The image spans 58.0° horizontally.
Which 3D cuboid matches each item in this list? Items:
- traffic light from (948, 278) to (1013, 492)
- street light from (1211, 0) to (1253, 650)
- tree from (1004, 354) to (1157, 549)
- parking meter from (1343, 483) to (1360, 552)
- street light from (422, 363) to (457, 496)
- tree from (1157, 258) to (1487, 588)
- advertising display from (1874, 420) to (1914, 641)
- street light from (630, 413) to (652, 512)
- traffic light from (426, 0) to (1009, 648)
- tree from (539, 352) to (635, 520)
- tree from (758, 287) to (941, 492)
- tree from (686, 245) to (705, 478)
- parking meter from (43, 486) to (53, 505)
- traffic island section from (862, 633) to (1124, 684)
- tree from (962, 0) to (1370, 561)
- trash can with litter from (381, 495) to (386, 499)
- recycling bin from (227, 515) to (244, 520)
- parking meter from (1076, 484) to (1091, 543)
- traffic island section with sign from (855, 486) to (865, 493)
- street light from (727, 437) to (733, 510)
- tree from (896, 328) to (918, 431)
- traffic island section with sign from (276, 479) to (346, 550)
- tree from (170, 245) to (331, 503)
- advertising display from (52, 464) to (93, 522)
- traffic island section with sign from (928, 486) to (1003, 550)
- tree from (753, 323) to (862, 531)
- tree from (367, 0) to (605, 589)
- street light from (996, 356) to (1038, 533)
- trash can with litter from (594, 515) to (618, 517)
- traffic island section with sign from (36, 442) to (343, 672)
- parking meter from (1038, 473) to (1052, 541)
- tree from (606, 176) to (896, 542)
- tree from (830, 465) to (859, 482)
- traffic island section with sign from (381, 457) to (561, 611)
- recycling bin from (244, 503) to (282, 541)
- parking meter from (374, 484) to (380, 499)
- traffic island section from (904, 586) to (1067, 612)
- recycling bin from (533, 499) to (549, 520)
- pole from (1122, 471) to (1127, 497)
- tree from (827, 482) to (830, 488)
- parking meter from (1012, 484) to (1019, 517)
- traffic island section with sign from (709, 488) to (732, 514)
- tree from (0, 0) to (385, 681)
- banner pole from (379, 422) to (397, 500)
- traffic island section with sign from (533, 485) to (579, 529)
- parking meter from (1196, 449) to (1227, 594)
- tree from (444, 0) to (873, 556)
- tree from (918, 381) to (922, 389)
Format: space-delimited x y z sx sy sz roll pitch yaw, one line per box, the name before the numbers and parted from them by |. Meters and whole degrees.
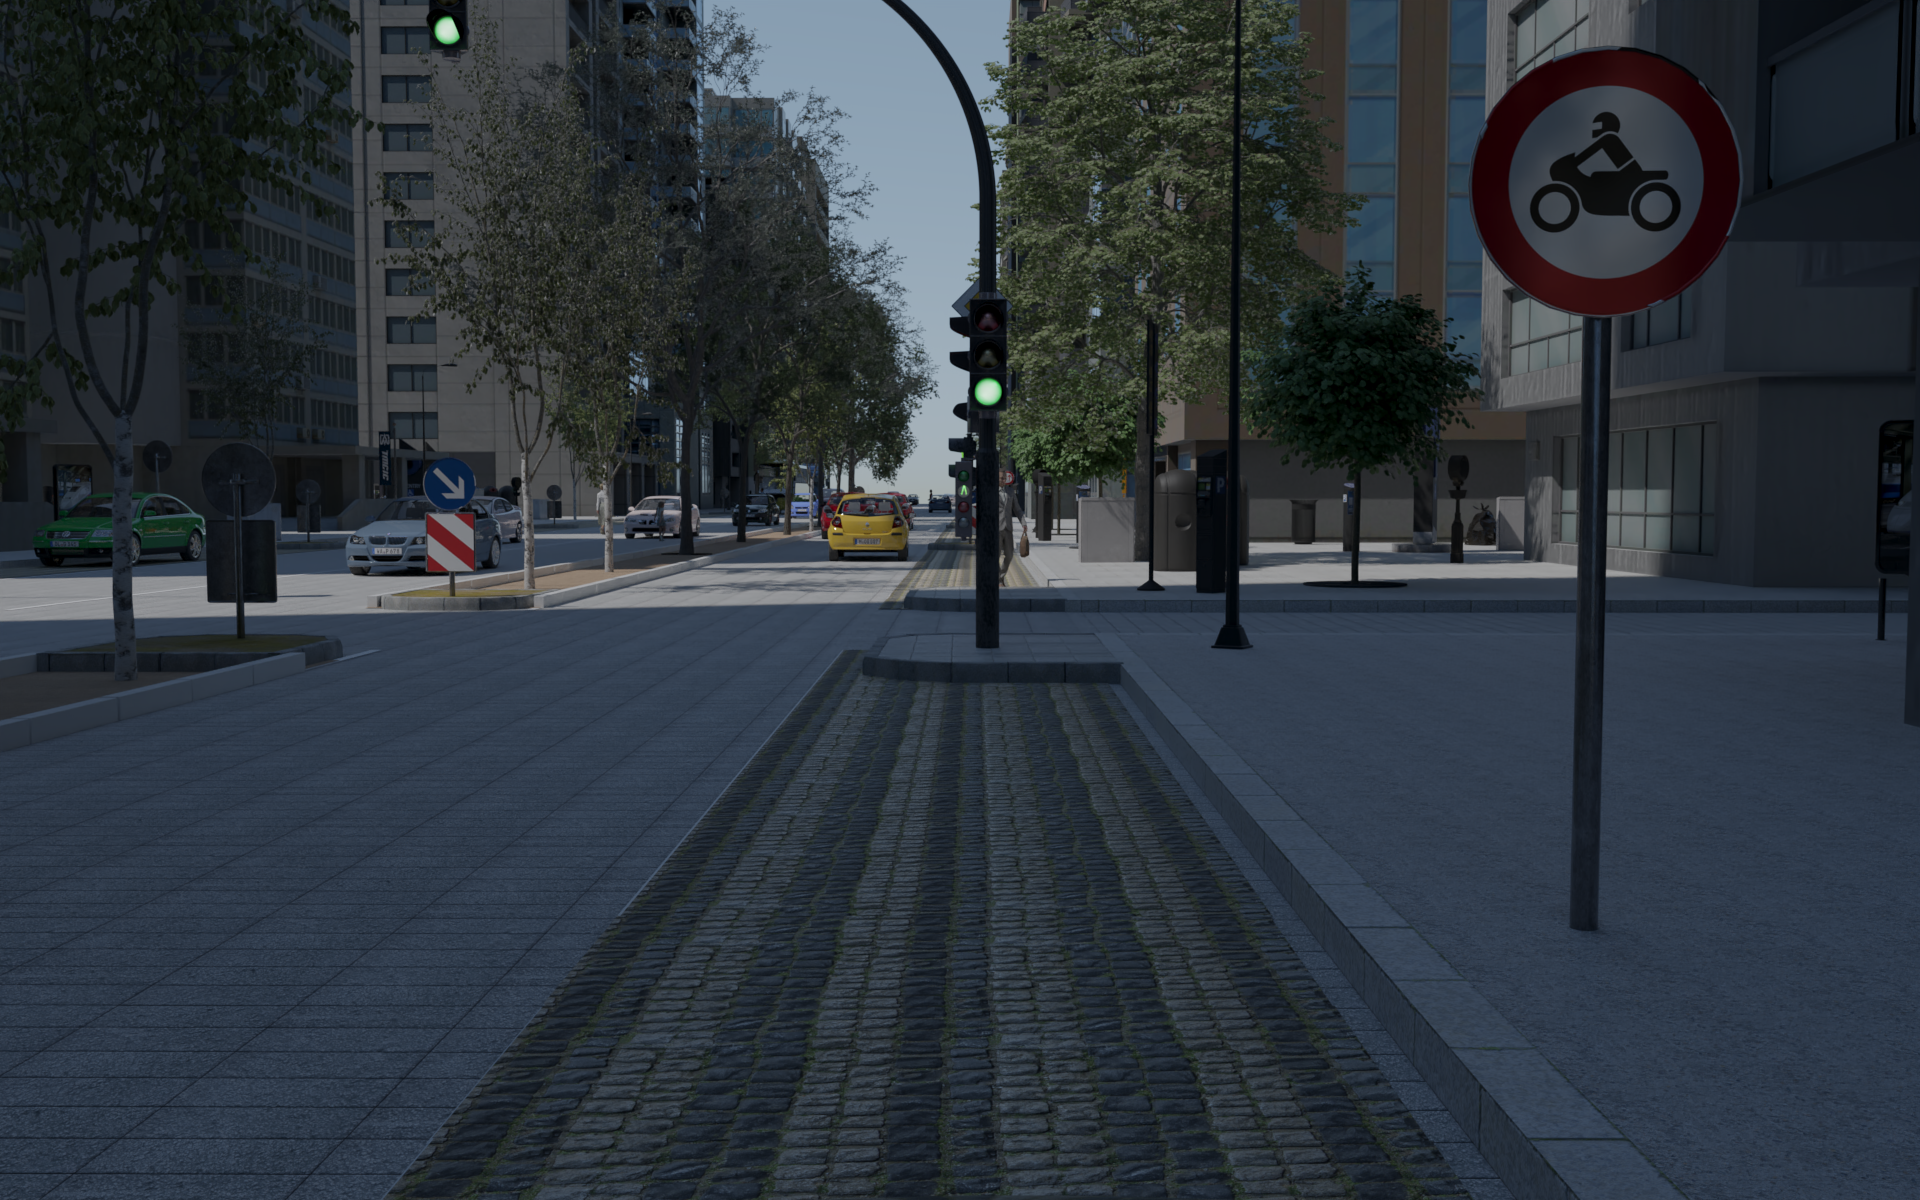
traffic light | 0.271 -2.046 22.378 0.839 4.253 0.868 0 4 0
street light | 1.731 -2.554 14.292 1.470 5.913 1.316 0 4 0
tree | 3.274 -3.485 40.693 4.285 4.588 4.351 0 3 0
parking meter | 8.741 -1.850 38.655 0.372 1.533 0.369 0 3 0
street light | -18.542 -5.450 61.656 1.470 5.913 1.316 0 4 0
tree | 5.577 -2.471 24.109 4.285 4.588 4.351 0 3 0
advertising display | 8.404 -0.590 14.861 0.974 1.923 0.123 3 5 42
street light | -18.261 -7.735 99.010 1.470 5.913 1.316 0 4 0
traffic light | -1.889 -2.422 14.269 4.771 5.953 1.251 0 4 0
tree | -19.085 -8.324 86.467 4.737 8.622 4.395 0 3 0
tree | -5.852 -10.628 93.226 9.611 12.733 9.660 0 3 0
tree | -6.380 -4.786 31.078 4.360 8.622 3.978 0 3 0
parking meter | -28.518 -2.805 54.276 0.372 1.533 0.369 0 3 0
traffic island section | 0.244 0.476 14.506 2.009 0.180 2.903 0 4 0
tree | 3.950 -7.024 32.968 7.486 12.596 7.792 0 3 0
trash can with litter | -30.219 -4.914 91.395 1.678 1.210 2.233 0 4 -3
recycling bin | -22.647 -2.576 54.679 0.722 1.027 0.722 0 3 0
parking meter | 3.224 -2.254 45.271 0.372 1.533 0.369 0 3 0
traffic island section with sign | -5.720 -5.456 97.344 2.006 1.907 1.989 0 4 0
street light | -17.909 -10.120 138.005 1.470 5.913 1.316 0 4 0
tree | -6.037 -7.507 59.604 8.767 10.594 7.601 0 4 0
traffic island section with sign | -17.242 -2.246 45.342 1.989 1.847 2.006 0 4 0
tree | -20.456 -6.116 50.354 4.360 8.622 3.978 0 3 0
advertising display | -19.177 -1.973 37.474 0.123 1.923 0.974 1 4 18
traffic island section with sign | 0.170 -2.208 44.735 1.989 1.847 2.006 0 4 0
tree | -5.692 -6.917 65.918 4.737 8.622 4.395 0 3 0
tree | -6.441 -4.444 25.485 4.360 8.622 3.978 0 3 0
street light | 2.020 -5.200 57.557 1.470 5.913 1.316 0 4 0
trash can with litter | -19.946 -5.247 96.847 1.678 1.210 2.233 1 4 11
traffic island section with sign | -6.412 -0.408 14.801 2.006 1.907 1.989 0 4 0
parking meter | 2.321 -2.544 47.301 0.255 1.863 0.399 -2 4 -23
tree | -6.500 -6.956 50.600 8.767 10.594 7.601 0 4 0
tree | -18.127 -20.244 256.744 9.928 11.665 9.643 0 3 0
traffic island section with sign | -6.341 -0.861 22.208 2.006 1.907 1.989 0 4 0
recycling bin | -19.144 -2.148 47.674 0.722 1.027 0.722 -3 4 -36
parking meter | -32.801 -5.610 97.433 0.255 1.863 0.399 -2 4 -29
traffic island section | 0.311 -0.013 22.491 2.009 0.180 2.903 0 4 0
recycling bin | -21.250 -4.588 87.567 0.722 1.027 0.722 3 4 36
pole | 6.222 -4.384 65.514 0.158 3.312 0.155 0 3 0
tree | -17.840 -14.448 230.828 1.663 3.219 1.824 0 3 0
parking meter | 3.081 -5.524 96.035 0.255 1.863 0.399 2 4 25
traffic island section with sign | -16.611 -6.940 122.102 1.989 1.847 2.006 0 4 0
tree | -6.425 -3.695 13.239 4.737 8.622 4.395 0 3 0
banner pole | -19.936 -4.312 60.523 0.863 3.779 0.401 1 4 14
traffic island section with sign | -17.008 -3.894 72.296 1.989 1.847 2.006 0 4 0
parking meter | 3.255 -1.023 22.440 0.255 1.863 0.399 3 5 41
tree | -6.439 -7.800 40.358 12.009 13.543 11.850 0 3 0
tree | -6.056 -9.036 84.602 8.767 10.594 7.601 0 4 0
